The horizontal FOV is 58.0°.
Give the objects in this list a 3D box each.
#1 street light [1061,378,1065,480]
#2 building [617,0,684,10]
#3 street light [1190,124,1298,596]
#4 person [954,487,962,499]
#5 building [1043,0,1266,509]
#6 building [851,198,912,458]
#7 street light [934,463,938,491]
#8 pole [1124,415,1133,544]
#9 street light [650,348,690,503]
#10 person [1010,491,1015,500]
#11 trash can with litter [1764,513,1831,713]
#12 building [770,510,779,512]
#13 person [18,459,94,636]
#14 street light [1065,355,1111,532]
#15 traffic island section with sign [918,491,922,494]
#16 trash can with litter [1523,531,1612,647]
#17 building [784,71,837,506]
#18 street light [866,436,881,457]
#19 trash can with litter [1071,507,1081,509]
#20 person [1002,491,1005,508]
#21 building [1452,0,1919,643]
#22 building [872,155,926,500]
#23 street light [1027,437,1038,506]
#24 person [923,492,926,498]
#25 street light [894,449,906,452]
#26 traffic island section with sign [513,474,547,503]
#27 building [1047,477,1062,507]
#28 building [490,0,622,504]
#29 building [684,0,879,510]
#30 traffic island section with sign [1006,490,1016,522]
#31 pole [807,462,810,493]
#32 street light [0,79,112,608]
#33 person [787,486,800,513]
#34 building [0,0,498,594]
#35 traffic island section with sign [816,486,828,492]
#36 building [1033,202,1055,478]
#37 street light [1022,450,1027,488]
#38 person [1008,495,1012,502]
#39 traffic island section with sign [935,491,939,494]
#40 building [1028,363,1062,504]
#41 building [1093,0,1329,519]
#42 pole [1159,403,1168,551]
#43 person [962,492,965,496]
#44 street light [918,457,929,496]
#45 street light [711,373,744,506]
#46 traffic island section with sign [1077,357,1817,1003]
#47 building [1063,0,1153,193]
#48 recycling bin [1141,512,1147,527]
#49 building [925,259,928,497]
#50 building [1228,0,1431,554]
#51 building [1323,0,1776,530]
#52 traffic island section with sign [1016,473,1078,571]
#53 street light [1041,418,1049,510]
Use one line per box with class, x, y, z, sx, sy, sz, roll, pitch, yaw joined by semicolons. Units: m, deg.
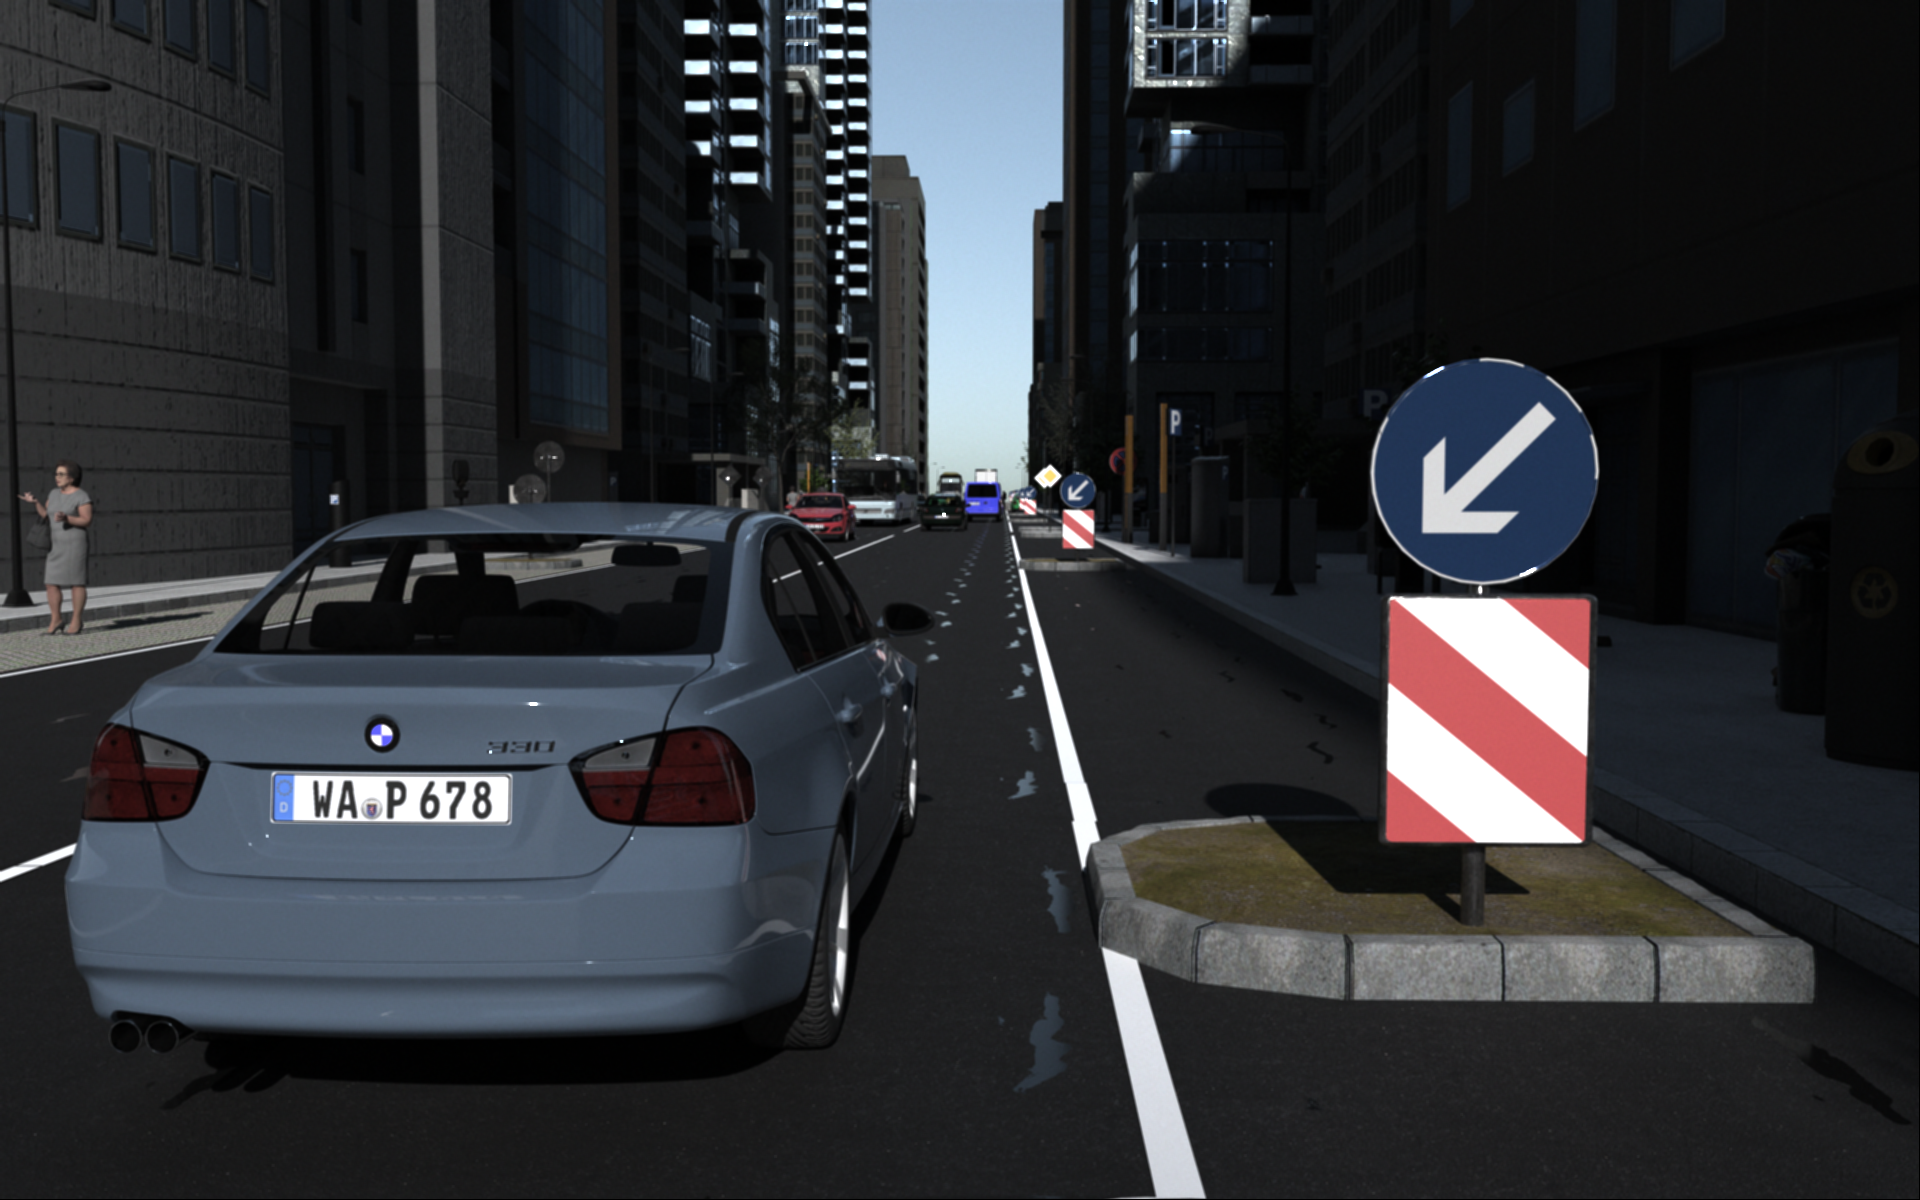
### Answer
street light;4.717;-5.921;69.357;1.470;5.913;1.316;0;4;1
building;-25.731;-23.641;78.406;32.217;40.220;23.993;0;4;1
street light;3.589;-3.018;21.889;1.470;5.913;1.316;0;4;1
person;-0.128;-5.318;95.626;0.511;1.800;0.466;0;4;6
building;21.201;-54.182;198.541;22.319;86.520;31.000;0;4;1
building;-13.785;-33.596;232.887;14.154;41.232;14.086;0;4;1
street light;-4.202;-17.696;261.864;1.470;5.913;1.316;0;4;1
pole;4.374;-3.121;44.870;0.158;3.312;0.155;0;3;0
street light;-9.286;-5.057;55.223;1.470;5.913;1.316;0;4;1
person;4.550;-8.270;144.648;0.436;1.711;0.756;-3;5;-44
trash can with litter;5.091;0.059;10.428;0.624;1.170;1.055;1;4;15
building;-23.148;-48.944;112.910;22.319;86.520;31.000;0;4;1
person;-9.115;-0.524;17.426;0.716;1.782;0.532;1;4;14
street light;4.365;-5.223;57.932;1.470;5.913;1.316;0;4;1
traffic island section with sign;-4.506;-11.279;193.032;1.989;1.847;2.006;0;4;1
trash can with litter;4.602;-0.219;14.638;2.233;1.210;1.678;-1;4;-17
building;-24.679;-28.237;153.562;32.217;40.220;23.993;0;4;1
street light;-7.172;-10.416;142.848;1.470;5.913;1.316;0;4;1
trash can with litter;5.806;-4.783;89.593;0.624;1.170;1.055;-3;4;-36
person;4.279;-10.001;172.699;0.721;1.739;1.217;2;4;27
building;13.525;-22.434;16.902;14.600;45.320;14.200;0;4;1
building;-16.123;-38.365;250.964;21.300;48.544;21.600;0;4;1
street light;6.566;-10.587;145.642;1.470;5.913;1.316;0;4;1
person;-4.313;-11.830;202.713;0.721;1.735;1.217;-3;4;-36
street light;-6.292;-12.634;179.100;1.470;5.913;1.316;0;4;1
traffic island section with sign;-8.404;-1.519;33.460;1.989;1.847;2.006;0;4;1
building;25.020;-29.390;172.408;32.217;40.220;23.993;0;4;1
building;-18.281;-24.366;48.500;14.200;45.320;14.600;0;4;1
building;-19.260;-53.030;179.708;22.319;86.520;31.000;0;4;1
traffic island section with sign;3.470;-4.888;88.554;1.989;1.847;2.006;0;4;1
pole;-9.760;-7.214;111.792;0.158;3.312;0.155;0;3;0
street light;-10.194;-2.875;19.549;1.470;5.913;1.316;0;4;1
person;-6.977;-3.951;73.460;0.716;1.782;0.532;0;4;5
building;-21.838;-29.592;25.828;21.231;58.520;28.212;0;4;1
traffic island section with sign;-7.058;-4.912;88.945;1.989;1.847;2.006;0;4;1
building;18.140;-37.559;264.195;14.600;45.320;14.200;0;4;1
street light;7.525;-12.769;181.315;1.470;5.913;1.316;0;4;1
person;8.108;-15.938;269.109;1.348;1.821;0.705;-1;4;-15
traffic island section with sign;-2.496;-16.350;275.944;1.989;1.847;2.006;0;4;1
building;25.317;-26.986;286.263;27.650;21.520;28.899;0;4;1
building;18.554;-48.245;101.480;22.319;86.520;31.000;0;4;1
pole;4.584;-2.764;39.036;0.158;3.312;0.155;0;3;0
person;0.770;-17.257;290.666;1.348;1.822;0.705;1;4;22
street light;-5.193;-15.503;226.015;1.470;5.913;1.316;0;4;1
street light;-8.951;-5.735;66.311;1.470;5.913;1.316;0;4;1
traffic island section with sign;1.444;0.171;5.840;1.989;1.847;2.006;0;4;1
building;15.073;-29.557;133.374;14.600;45.320;14.200;0;4;1
recycling bin;6.950;-3.423;68.520;0.722;1.027;0.722;2;4;29
building;-12.705;-37.294;293.348;14.154;41.232;14.086;0;4;1
building;22.836;-21.529;43.885;32.217;40.220;23.993;0;4;1
building;23.788;-25.844;72.657;14.200;45.320;14.600;0;4;1
traffic island section with sign;2.128;-1.509;33.296;1.989;1.847;2.006;0;4;1
street light;5.725;-8.117;105.247;1.470;5.913;1.316;0;4;1
